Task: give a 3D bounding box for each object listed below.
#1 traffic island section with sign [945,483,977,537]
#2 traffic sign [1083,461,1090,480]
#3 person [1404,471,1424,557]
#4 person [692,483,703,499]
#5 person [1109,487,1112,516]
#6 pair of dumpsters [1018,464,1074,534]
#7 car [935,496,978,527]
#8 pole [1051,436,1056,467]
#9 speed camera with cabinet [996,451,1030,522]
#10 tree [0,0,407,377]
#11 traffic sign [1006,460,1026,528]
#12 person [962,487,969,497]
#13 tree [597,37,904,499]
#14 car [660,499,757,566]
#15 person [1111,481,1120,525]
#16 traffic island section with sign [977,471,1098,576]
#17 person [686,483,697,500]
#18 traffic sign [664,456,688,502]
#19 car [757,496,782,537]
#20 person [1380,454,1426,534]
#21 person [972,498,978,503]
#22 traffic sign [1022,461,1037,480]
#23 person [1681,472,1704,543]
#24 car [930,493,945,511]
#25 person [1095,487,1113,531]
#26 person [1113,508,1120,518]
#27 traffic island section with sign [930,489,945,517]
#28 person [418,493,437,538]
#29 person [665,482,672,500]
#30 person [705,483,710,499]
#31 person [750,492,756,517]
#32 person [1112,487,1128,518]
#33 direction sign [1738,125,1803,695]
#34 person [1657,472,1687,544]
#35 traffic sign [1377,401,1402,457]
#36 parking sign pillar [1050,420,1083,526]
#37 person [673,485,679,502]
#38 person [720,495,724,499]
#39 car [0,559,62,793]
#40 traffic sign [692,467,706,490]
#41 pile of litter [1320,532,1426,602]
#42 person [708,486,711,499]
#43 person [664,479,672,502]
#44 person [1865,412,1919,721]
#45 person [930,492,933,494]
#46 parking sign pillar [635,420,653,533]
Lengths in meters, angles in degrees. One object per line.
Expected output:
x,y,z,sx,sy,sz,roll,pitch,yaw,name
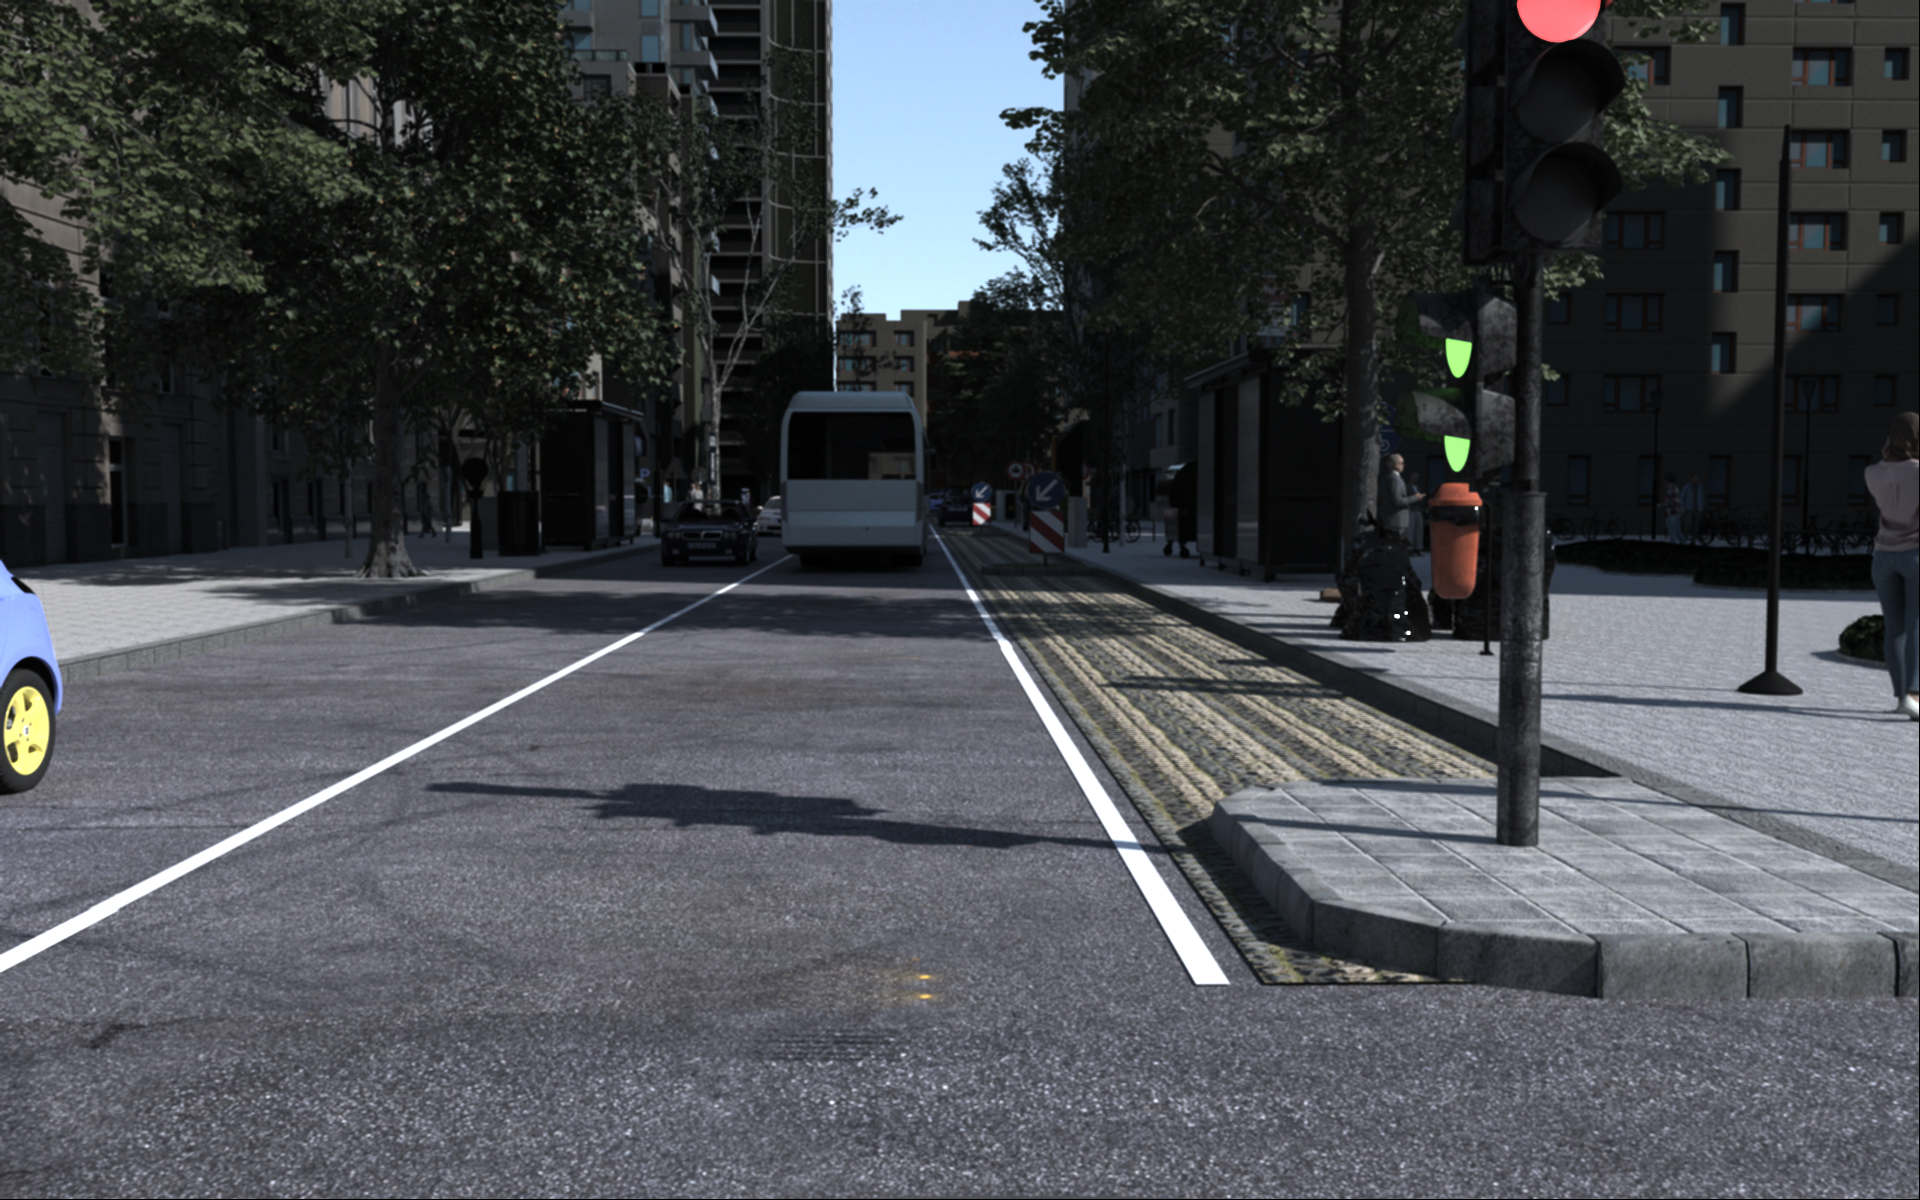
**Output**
0.586,-3.043,58.377,1.989,1.847,2.006,0,4,-2,traffic island section with sign
4.577,-4.040,66.154,0.768,2.556,0.104,0,4,-1,traffic sign
9.322,-1.772,35.559,0.519,1.759,0.362,-2,4,-33,person
-10.703,-3.928,71.010,0.760,1.731,0.466,2,4,23,person
8.856,-5.792,101.668,0.530,1.710,0.541,0,4,1,person
2.866,-3.386,57.853,1.574,2.255,4.437,0,4,-2,pair of dumpsters
-0.115,-3.960,77.331,1.945,1.354,3.894,0,4,-2,car
3.308,-4.129,61.352,0.158,3.312,0.155,0,3,0,pole
2.645,-5.163,78.748,2.038,3.252,0.660,-2,4,-31,speed camera with cabinet
-8.844,-5.919,14.898,7.486,12.596,7.792,0,3,0,tree
2.103,-3.984,65.239,0.768,2.556,0.104,0,4,2,traffic sign
0.449,-8.567,145.982,0.709,1.838,0.599,-2,4,-27,person
-8.912,-13.172,71.255,12.611,20.169,13.585,0,3,0,tree
-5.144,-1.418,35.766,1.945,1.354,3.894,0,4,-3,car
6.402,-3.937,70.601,0.419,1.800,0.721,2,4,26,person
1.377,-1.366,30.955,1.989,1.847,2.006,0,4,-2,traffic island section with sign
-12.466,-4.565,81.084,0.661,1.777,0.834,-1,4,-11,person
-9.850,-3.660,59.838,0.884,2.594,0.081,0,4,3,traffic sign
-5.943,-2.912,59.981,2.083,1.381,4.827,0,4,-1,car
5.740,-1.003,22.611,0.590,1.801,0.661,0,4,-1,person
1.092,-6.848,121.274,0.557,1.426,1.065,-3,4,-38,person
2.587,-4.064,66.558,0.768,2.556,0.104,0,4,0,traffic sign
16.760,-2.036,39.667,0.601,1.785,0.444,0,4,1,person
-1.568,-7.142,126.357,1.945,1.707,3.694,0,4,0,car
4.857,-3.233,58.882,0.794,1.824,0.713,3,5,44,person
7.669,-4.732,84.351,0.436,1.711,0.756,-1,4,-17,person
-0.843,-6.112,108.559,1.989,1.847,2.006,0,4,-2,traffic island section with sign
-15.615,-2.477,50.816,0.475,1.303,0.640,2,4,28,person
-12.578,-4.145,73.930,0.709,1.813,0.853,1,4,15,person
-11.665,-4.556,80.881,0.444,1.785,0.601,-3,5,-45,person
-11.682,-5.349,96.730,0.599,1.433,0.991,2,4,29,person
8.213,-5.218,91.363,1.348,1.823,0.705,0,4,5,person
5.247,-1.169,11.106,0.379,3.537,0.876,2,4,24,direction sign
14.305,-1.700,34.671,0.643,1.720,0.563,2,4,28,person
5.688,-1.452,23.840,0.768,2.556,0.104,0,3,0,traffic sign
3.847,-4.527,62.488,1.447,3.967,1.447,-3,5,-44,parking sign pillar
-17.520,-6.157,106.714,0.705,1.823,1.348,-1,4,-11,person
-11.957,-4.783,84.339,0.705,1.812,1.348,2,4,34,person
-5.265,0.158,7.011,1.945,1.707,3.694,0,4,-2,car
-12.058,-4.903,80.274,0.768,2.556,0.104,0,3,0,traffic sign
4.866,-0.396,20.446,1.176,0.858,1.719,0,4,2,pile of litter
-11.494,-4.446,79.736,0.512,1.701,0.522,1,4,21,person
-10.679,-3.464,62.538,0.638,1.841,0.748,-2,4,-24,person
5.461,-0.203,9.950,0.643,1.750,0.593,-3,4,-37,person
-2.416,-8.236,144.632,0.593,1.643,0.415,3,5,42,person
-10.743,-4.259,58.107,1.447,3.967,1.447,-2,4,-25,parking sign pillar
